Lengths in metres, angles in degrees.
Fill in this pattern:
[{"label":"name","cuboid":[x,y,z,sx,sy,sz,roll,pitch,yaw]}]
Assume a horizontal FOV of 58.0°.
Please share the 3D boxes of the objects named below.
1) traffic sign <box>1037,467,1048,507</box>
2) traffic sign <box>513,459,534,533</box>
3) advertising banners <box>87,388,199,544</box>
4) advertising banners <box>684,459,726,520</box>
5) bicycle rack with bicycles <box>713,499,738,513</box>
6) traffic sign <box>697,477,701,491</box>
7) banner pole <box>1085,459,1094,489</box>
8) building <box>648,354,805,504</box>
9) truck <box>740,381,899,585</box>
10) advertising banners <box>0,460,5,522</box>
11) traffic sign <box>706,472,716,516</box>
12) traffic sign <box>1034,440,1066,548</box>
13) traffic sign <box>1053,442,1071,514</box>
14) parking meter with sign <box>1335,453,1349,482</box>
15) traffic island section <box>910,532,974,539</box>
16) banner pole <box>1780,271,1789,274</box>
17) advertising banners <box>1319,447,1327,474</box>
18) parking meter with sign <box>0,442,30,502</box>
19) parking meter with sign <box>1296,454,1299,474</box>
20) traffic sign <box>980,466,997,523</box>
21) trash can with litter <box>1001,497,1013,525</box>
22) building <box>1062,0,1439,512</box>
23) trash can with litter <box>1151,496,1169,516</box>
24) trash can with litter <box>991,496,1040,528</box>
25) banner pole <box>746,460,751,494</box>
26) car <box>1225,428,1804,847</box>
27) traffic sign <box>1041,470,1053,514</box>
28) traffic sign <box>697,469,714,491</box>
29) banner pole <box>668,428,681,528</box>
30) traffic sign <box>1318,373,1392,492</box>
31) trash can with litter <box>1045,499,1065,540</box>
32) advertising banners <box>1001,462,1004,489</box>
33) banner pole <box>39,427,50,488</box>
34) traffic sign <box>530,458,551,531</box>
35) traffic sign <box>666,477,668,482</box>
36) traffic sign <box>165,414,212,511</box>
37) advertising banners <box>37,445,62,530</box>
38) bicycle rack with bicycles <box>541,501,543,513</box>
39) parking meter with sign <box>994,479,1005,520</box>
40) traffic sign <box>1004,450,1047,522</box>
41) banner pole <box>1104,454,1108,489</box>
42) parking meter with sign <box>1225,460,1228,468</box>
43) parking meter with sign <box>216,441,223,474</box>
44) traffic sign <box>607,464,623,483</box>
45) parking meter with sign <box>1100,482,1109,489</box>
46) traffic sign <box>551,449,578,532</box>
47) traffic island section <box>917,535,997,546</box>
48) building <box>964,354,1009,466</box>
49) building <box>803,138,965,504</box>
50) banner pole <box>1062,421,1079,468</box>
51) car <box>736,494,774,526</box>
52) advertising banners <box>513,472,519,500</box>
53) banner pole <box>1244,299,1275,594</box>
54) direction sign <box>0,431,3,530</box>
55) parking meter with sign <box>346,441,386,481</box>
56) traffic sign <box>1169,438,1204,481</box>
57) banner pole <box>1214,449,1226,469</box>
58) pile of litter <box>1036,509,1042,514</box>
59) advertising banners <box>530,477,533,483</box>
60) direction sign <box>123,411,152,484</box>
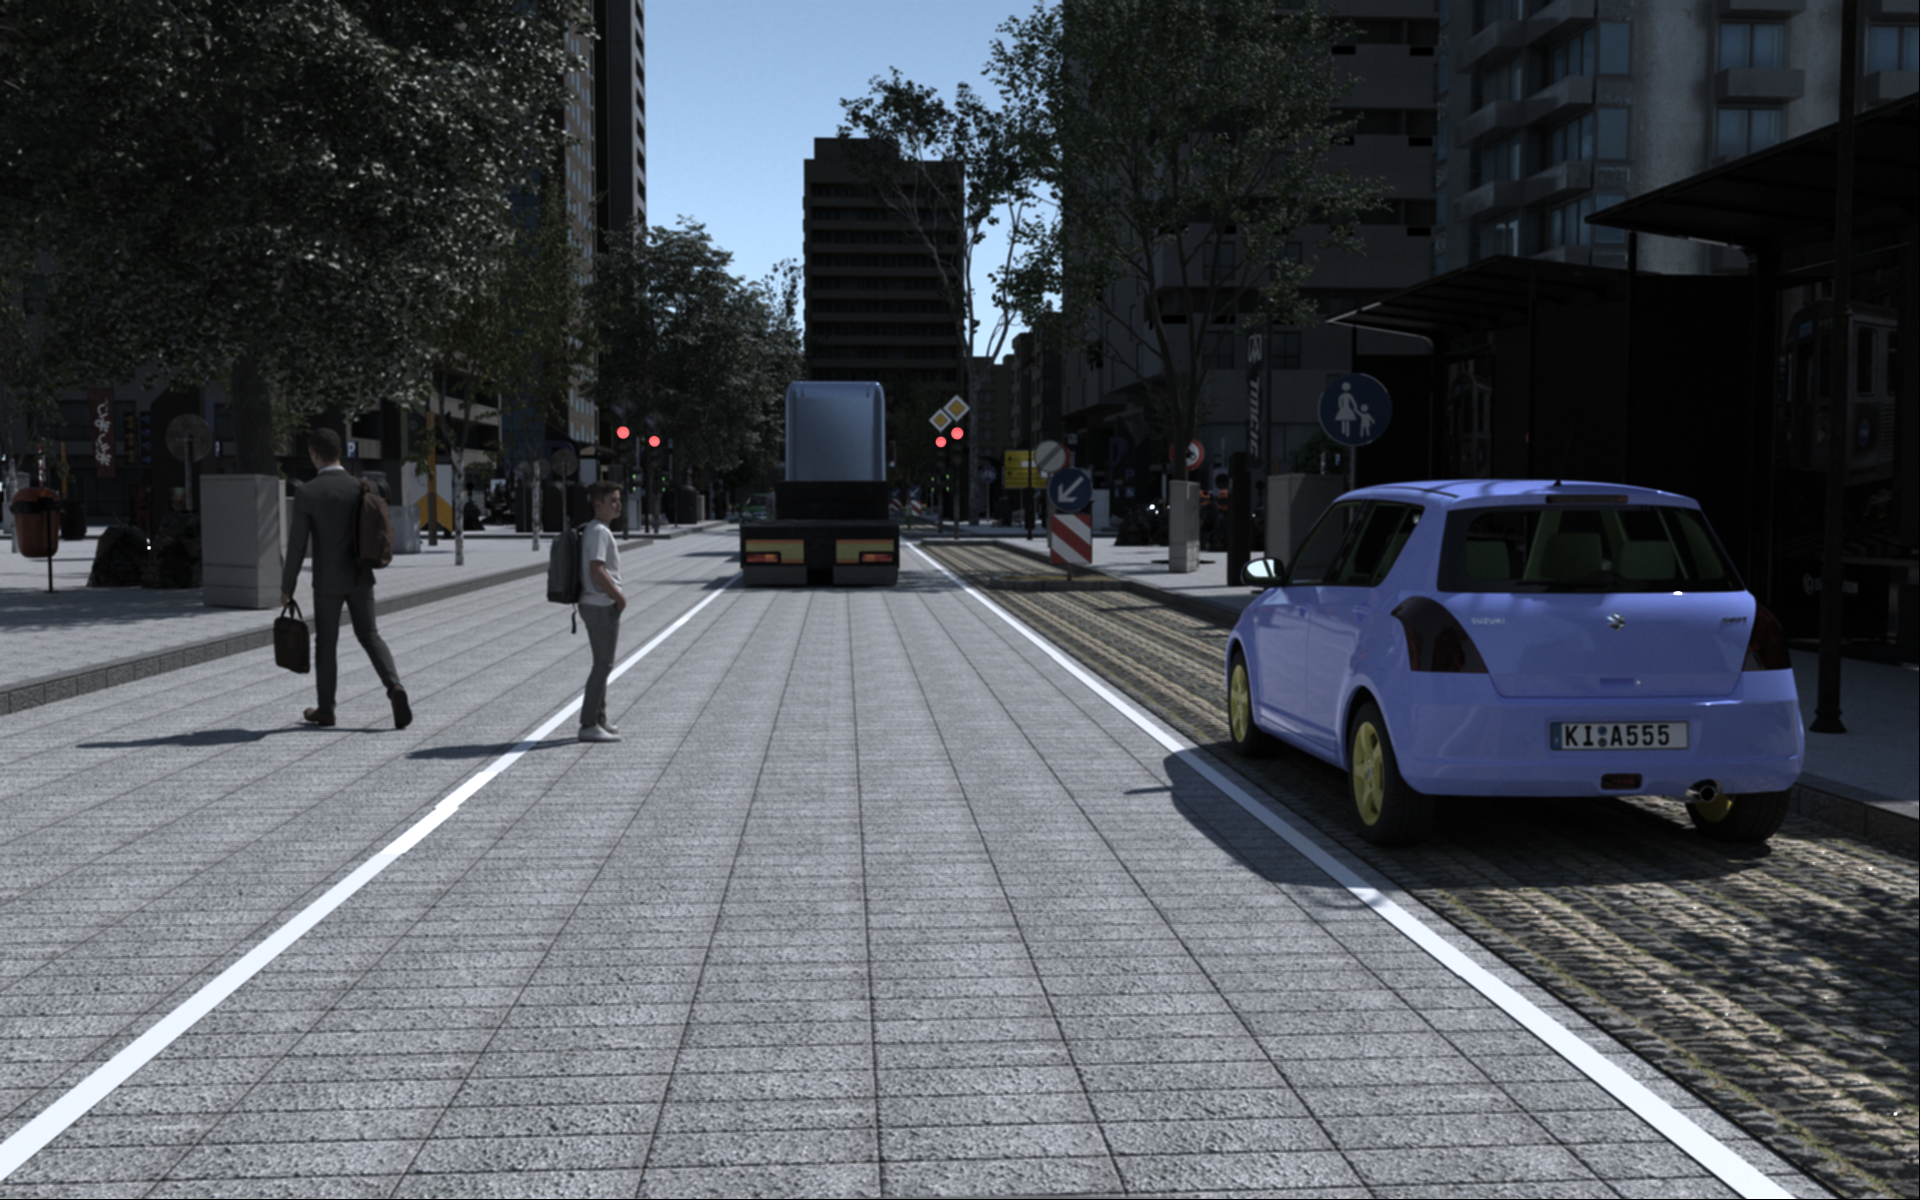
[{"label":"traffic sign","cuboid":[2.962,-3.566,58.411,0.768,2.556,0.104,0,4,1]},{"label":"traffic sign","cuboid":[-14.327,-3.413,56.987,0.795,2.450,0.064,0,4,6]},{"label":"advertising banners","cuboid":[-13.396,-1.969,28.388,2.074,3.025,0.090,1,4,15]},{"label":"advertising banners","cuboid":[-12.840,-5.562,87.122,2.074,3.025,0.090,0,4,1]},{"label":"bicycle rack with bicycles","cuboid":[-16.099,-6.527,120.091,2.852,0.926,2.925,1,4,16]},{"label":"traffic sign","cuboid":[-19.367,-7.913,129.480,0.768,2.556,0.104,0,4,5]},{"label":"banner pole","cuboid":[9.160,-8.153,123.320,0.863,3.779,0.401,0,4,6]},{"label":"building","cuboid":[-36.033,-24.217,240.994,28.899,21.520,27.650,0,4,-4]},{"label":"truck","cuboid":[-2.658,-2.806,35.632,2.967,4.110,18.799,0,4,-3]},{"label":"advertising banners","cuboid":[-49.079,-5.726,89.808,0.090,3.025,2.074,0,4,5]},{"label":"traffic sign","cuboid":[-14.595,-6.159,100.812,0.768,2.556,0.104,0,3,0]},{"label":"traffic sign","cuboid":[2.127,-2.511,41.164,0.768,2.556,0.104,0,4,-2]},{"label":"traffic sign","cuboid":[2.305,-2.573,42.171,0.768,2.556,0.104,0,4,-3]},{"label":"parking meter with sign","cuboid":[16.894,-4.742,73.798,1.738,3.016,0.543,-1,4,-11]},{"label":"traffic island section","cuboid":[-0.618,-2.117,56.901,2.009,0.180,2.903,0,4,-4]},{"label":"banner pole","cuboid":[8.200,-1.676,17.419,0.401,3.779,0.863,1,4,14]},{"label":"advertising banners","cuboid":[13.966,-4.198,64.817,0.090,3.025,2.074,3,5,44]},{"label":"parking meter with sign","cuboid":[-31.901,-3.817,58.662,0.543,3.016,1.738,1,4,19]},{"label":"parking meter with sign","cuboid":[15.657,-4.885,76.133,1.738,3.016,0.543,1,4,15]},{"label":"traffic sign","cuboid":[1.264,-4.749,77.748,0.768,2.556,0.104,0,4,2]},{"label":"trash can with litter","cuboid":[1.814,-3.556,69.522,0.624,1.170,1.055,0,4,1]},{"label":"building","cuboid":[23.916,-34.413,151.895,28.713,52.752,27.495,0,4,-4]},{"label":"trash can with litter","cuboid":[5.238,-2.241,48.022,0.624,1.170,1.055,-3,4,-38]},{"label":"trash can with litter","cuboid":[2.095,-3.436,67.228,2.233,1.210,1.678,-1,4,-13]},{"label":"banner pole","cuboid":[-16.317,-8.529,129.471,0.863,3.779,0.401,-3,4,-38]},{"label":"car","cuboid":[2.402,0.075,8.357,1.945,1.707,3.694,0,4,-4]},{"label":"traffic sign","cuboid":[2.390,-2.625,45.051,0.606,2.300,0.079,0,4,5]},{"label":"traffic sign","cuboid":[-12.911,-5.366,87.738,0.884,2.594,0.081,0,4,-2]},{"label":"banner pole","cuboid":[-10.872,-4.620,65.561,0.401,3.779,0.863,1,4,18]},{"label":"traffic sign","cuboid":[4.157,-1.114,18.320,0.768,2.556,0.104,0,4,4]},{"label":"trash can with litter","cuboid":[2.742,-2.198,47.317,0.624,1.170,1.055,-2,4,-23]},{"label":"advertising banners","cuboid":[2.927,-6.057,95.213,2.074,3.025,0.090,-3,5,-44]},{"label":"banner pole","cuboid":[-34.080,-4.560,64.567,0.401,3.779,0.863,0,4,-2]},{"label":"traffic sign","cuboid":[-14.754,-3.713,60.817,0.768,2.556,0.104,0,4,-3]},{"label":"traffic sign","cuboid":[-17.376,-6.384,104.480,0.768,2.556,0.104,0,4,1]},{"label":"traffic sign","cuboid":[-12.249,-1.676,27.503,0.768,2.556,0.104,0,4,4]},{"label":"advertising banners","cuboid":[-32.319,-3.992,61.462,0.090,3.025,2.074,0,4,-8]},{"label":"bicycle rack with bicycles","cuboid":[-23.764,-5.311,100.209,2.925,0.926,2.852,1,4,14]},{"label":"parking meter with sign","cuboid":[2.551,-5.514,86.417,1.738,3.016,0.543,1,4,19]},{"label":"traffic sign","cuboid":[3.151,-5.246,79.648,2.265,3.308,0.079,0,4,-1]},{"label":"banner pole","cuboid":[9.057,-7.181,107.427,0.401,3.779,0.863,1,4,22]},{"label":"parking meter with sign","cuboid":[13.597,-5.670,88.963,0.543,3.016,1.738,-1,4,-12]},{"label":"parking meter with sign","cuboid":[-24.892,-3.667,56.219,1.738,3.016,0.543,-3,4,-39]},{"label":"traffic sign","cuboid":[-11.789,-3.505,59.428,0.606,2.300,0.079,0,4,2]},{"label":"parking meter with sign","cuboid":[9.642,-7.243,114.679,1.738,3.016,0.543,1,4,10]},{"label":"traffic sign","cuboid":[-11.074,-2.958,48.473,0.768,2.556,0.104,0,4,5]},{"label":"traffic island section","cuboid":[-0.075,-1.630,48.934,2.009,0.180,2.903,0,4,-4]},{"label":"building","cuboid":[14.308,-24.464,245.027,28.899,21.520,27.650,0,4,-4]},{"label":"building","cuboid":[-10.644,-37.631,238.974,21.600,48.544,21.300,0,4,-4]},{"label":"banner pole","cuboid":[3.738,-4.253,59.561,0.863,3.779,0.401,-2,4,-32]},{"label":"car","cuboid":[-7.785,-3.476,68.631,2.131,1.459,4.920,0,4,-5]},{"label":"advertising banners","cuboid":[-32.398,-7.793,123.605,2.074,3.025,0.090,0,4,3]},{"label":"banner pole","cuboid":[3.896,-1.988,22.514,0.401,3.779,0.863,-1,4,-17]},{"label":"direction sign","cuboid":[-34.728,-4.309,62.441,0.876,3.537,0.379,3,4,38]},{"label":"parking meter with sign","cuboid":[-19.608,-3.778,58.036,0.543,3.016,1.738,3,4,37]},{"label":"traffic sign","cuboid":[4.994,-2.333,38.245,0.768,2.556,0.104,0,4,1]},{"label":"banner pole","cuboid":[14.445,-6.487,96.073,0.863,3.779,0.401,2,4,31]},{"label":"pile of litter","cuboid":[5.745,-6.077,113.321,1.719,0.858,1.176,0,4,2]},{"label":"advertising banners","cuboid":[-30.018,-7.850,124.531,0.090,3.025,2.074,3,4,36]},{"label":"direction sign","cuboid":[-22.587,-3.404,47.647,0.876,3.537,0.379,1,4,15]}]
